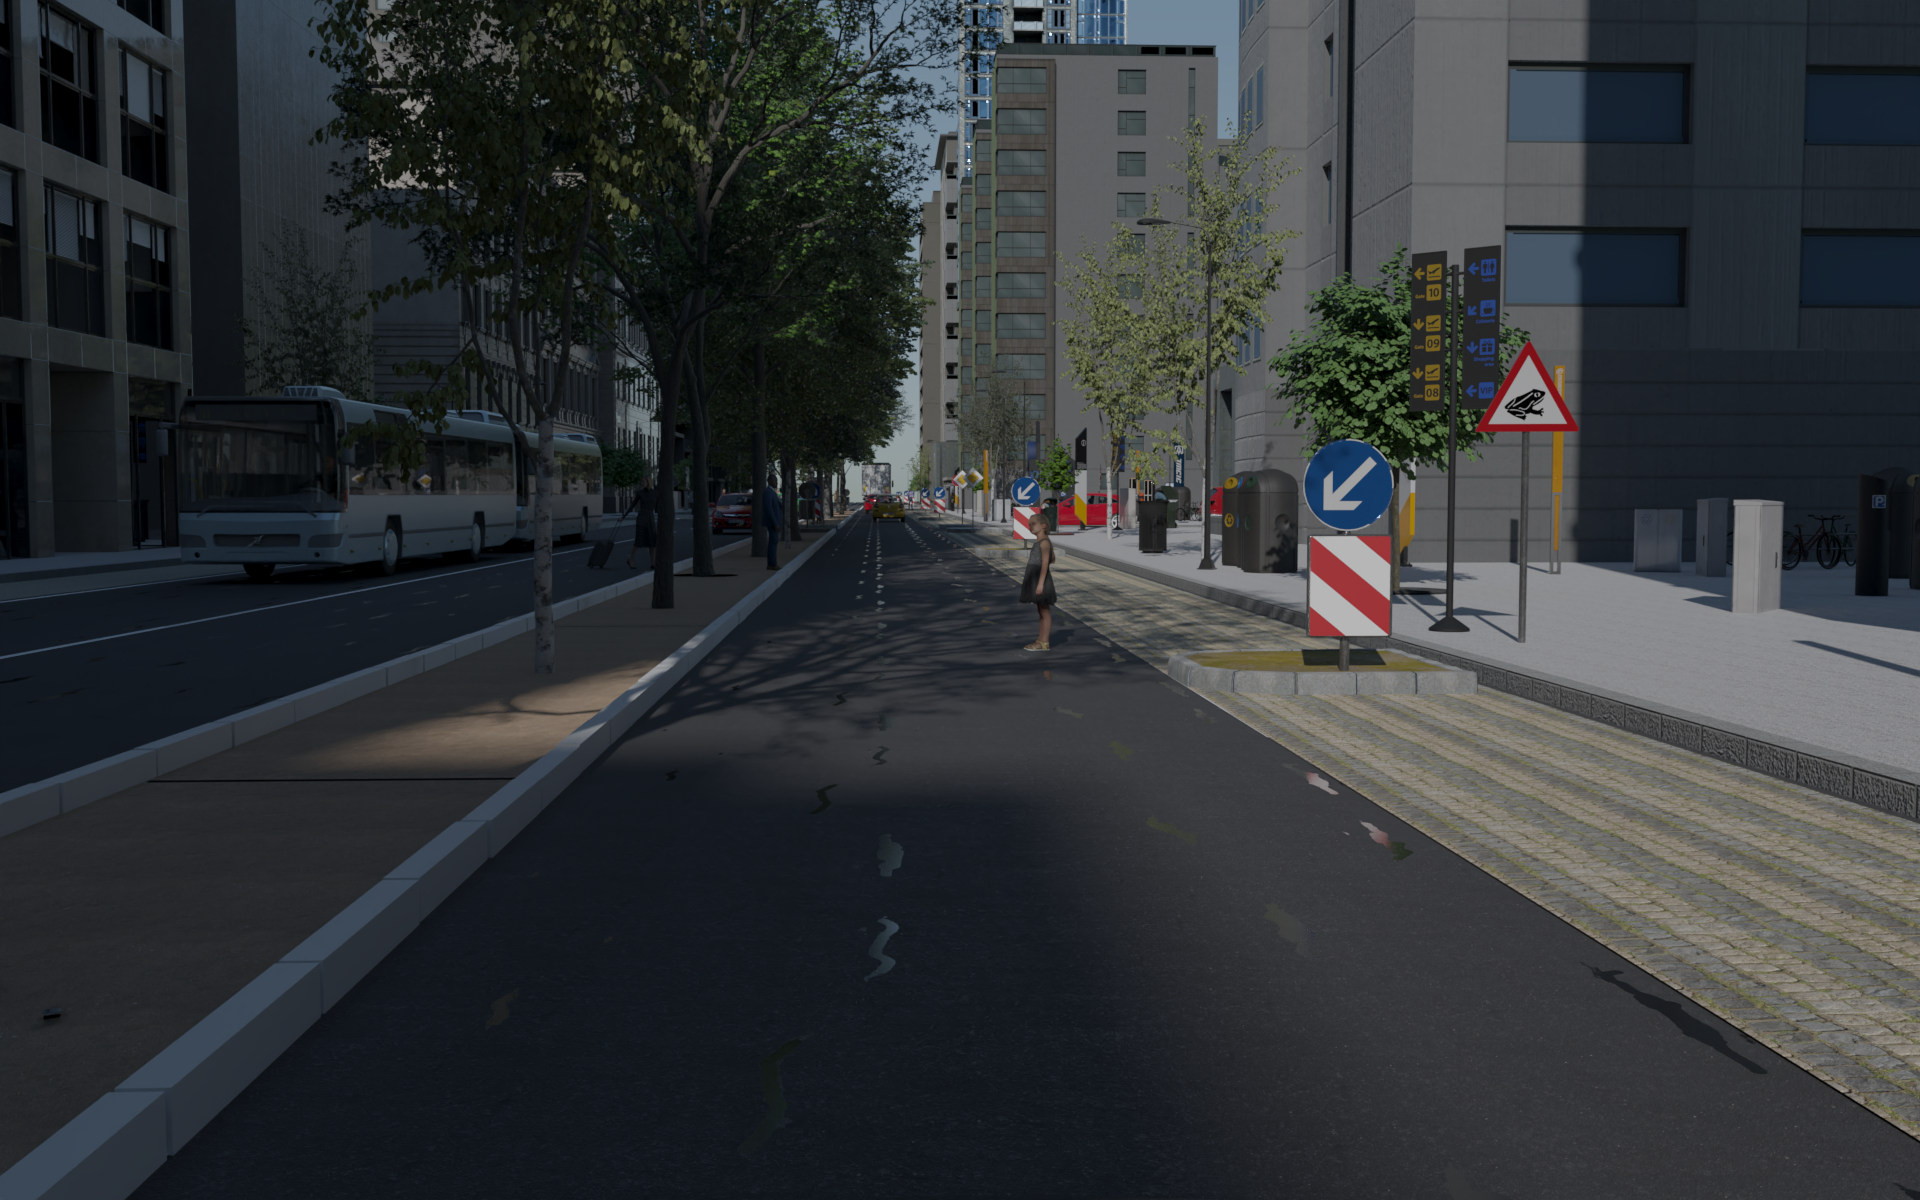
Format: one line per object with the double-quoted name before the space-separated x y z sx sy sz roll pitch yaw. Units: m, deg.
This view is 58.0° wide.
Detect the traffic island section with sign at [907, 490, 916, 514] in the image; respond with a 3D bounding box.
"traffic island section with sign" -2.551 -6.930 121.930 1.989 1.847 2.006 0 4 -3

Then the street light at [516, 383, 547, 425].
"street light" -17.897 -6.096 72.214 1.470 5.913 1.316 0 4 -3

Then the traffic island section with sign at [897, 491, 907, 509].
"traffic island section with sign" -4.953 -9.990 171.970 1.989 1.847 2.006 0 4 -3

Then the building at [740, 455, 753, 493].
"building" -39.562 -36.148 245.649 22.147 44.769 28.867 0 4 -3

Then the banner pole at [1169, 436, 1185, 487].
"banner pole" 9.215 -5.149 74.206 0.863 3.779 0.401 1 4 16

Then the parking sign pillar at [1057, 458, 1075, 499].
"parking sign pillar" 5.789 -6.595 96.306 1.447 3.967 1.447 1 4 21

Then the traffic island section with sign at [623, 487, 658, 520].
"traffic island section with sign" -17.490 -5.270 94.799 1.989 1.847 2.006 0 4 -3

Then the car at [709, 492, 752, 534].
"car" -8.025 -3.292 62.870 2.155 1.783 4.494 0 4 -5

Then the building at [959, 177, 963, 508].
"building" 6.804 -23.779 160.482 14.160 30.474 14.107 0 4 -3

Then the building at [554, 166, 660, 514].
"building" -28.737 -20.010 124.425 12.463 27.353 25.104 0 4 -3

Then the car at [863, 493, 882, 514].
"car" -5.980 -7.101 125.142 2.155 1.783 4.494 0 4 -1

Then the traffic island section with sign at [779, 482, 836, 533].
"traffic island section with sign" -5.760 -3.470 64.869 2.006 1.907 1.989 0 4 -3

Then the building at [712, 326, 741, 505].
"building" -34.273 -26.843 210.586 14.160 30.474 14.107 0 4 -3

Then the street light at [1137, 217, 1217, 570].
"street light" 3.664 -3.471 29.284 1.470 5.913 1.316 0 4 -3

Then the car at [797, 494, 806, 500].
"car" -18.998 -11.748 203.882 2.131 1.459 4.920 0 4 -3

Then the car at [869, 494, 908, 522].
"car" -3.708 -4.876 89.942 2.015 1.641 3.980 0 4 -3

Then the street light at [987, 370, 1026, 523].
"street light" 1.873 -5.647 64.867 1.470 5.913 1.316 0 4 -3

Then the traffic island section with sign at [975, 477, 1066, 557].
"traffic island section with sign" 1.363 -1.933 40.236 1.989 1.847 2.006 0 4 -3

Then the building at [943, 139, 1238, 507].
"building" 14.505 -29.829 179.588 32.217 40.220 23.993 0 4 -3

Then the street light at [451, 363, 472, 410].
"street light" -17.245 -5.397 60.778 1.470 5.913 1.316 0 4 -3

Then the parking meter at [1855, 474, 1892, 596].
"parking meter" 11.515 -0.821 21.833 0.372 1.533 0.369 0 3 0

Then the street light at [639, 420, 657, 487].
"street light" -19.606 -8.347 109.014 1.470 5.913 1.316 0 4 -3

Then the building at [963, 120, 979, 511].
"building" 7.873 -22.354 137.195 14.160 30.474 14.107 0 4 -3

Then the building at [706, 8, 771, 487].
"building" -41.136 -58.810 274.212 22.319 86.520 31.000 0 4 -3

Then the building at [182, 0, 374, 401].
"building" -35.232 -14.387 54.287 30.058 24.678 14.314 0 4 -3

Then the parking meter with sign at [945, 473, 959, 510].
"parking meter with sign" -0.925 -8.915 142.017 1.738 3.016 0.543 0 4 -3

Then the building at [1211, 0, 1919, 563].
"building" 18.138 -30.764 44.992 21.231 58.520 28.212 0 4 -3

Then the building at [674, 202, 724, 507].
"building" -37.576 -32.630 188.118 22.147 44.769 28.867 0 4 -3

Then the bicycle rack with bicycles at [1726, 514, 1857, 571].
"bicycle rack with bicycles" 14.627 -1.041 30.398 2.925 0.926 2.852 -1 4 -19

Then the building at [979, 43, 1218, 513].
"building" 8.956 -21.006 115.155 14.160 30.474 14.107 0 4 -3

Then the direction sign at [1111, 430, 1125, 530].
"direction sign" 5.606 -4.250 61.486 0.379 3.537 0.876 3 4 36

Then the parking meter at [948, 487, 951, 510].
"parking meter" -0.703 -7.969 135.997 0.399 1.863 0.255 -2 4 -29

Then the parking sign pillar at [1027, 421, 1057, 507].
"parking sign pillar" 2.721 -4.581 63.365 1.447 3.967 1.447 0 4 1

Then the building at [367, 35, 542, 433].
"building" -26.223 -14.231 81.830 9.793 20.994 18.267 0 4 -3

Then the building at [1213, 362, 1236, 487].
"building" 28.730 -47.275 85.619 31.000 86.520 22.319 0 4 -3

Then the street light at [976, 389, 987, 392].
"street light" 1.406 -6.372 76.723 1.470 5.913 1.316 0 4 -3

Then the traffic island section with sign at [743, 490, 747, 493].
"traffic island section with sign" -21.152 -9.954 171.380 1.989 1.847 2.006 0 4 -3

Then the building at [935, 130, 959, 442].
"building" 11.085 -40.261 247.506 28.713 52.752 27.495 0 4 -3

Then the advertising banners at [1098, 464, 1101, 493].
"advertising banners" 8.096 -6.389 100.645 0.090 3.025 2.074 0 4 1

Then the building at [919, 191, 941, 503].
"building" 4.529 -39.642 271.851 21.300 48.544 21.600 0 4 -3

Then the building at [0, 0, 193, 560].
"building" -27.575 -13.452 24.455 19.350 26.468 34.151 0 4 -3

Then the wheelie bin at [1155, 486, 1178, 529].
"wheelie bin" 7.666 -3.466 64.585 0.693 1.594 0.980 3 5 44

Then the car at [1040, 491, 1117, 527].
"car" 4.731 -3.642 68.579 4.494 1.783 2.155 0 4 -2

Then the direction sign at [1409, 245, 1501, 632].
"direction sign" 4.586 -1.476 16.131 0.876 3.537 0.379 3 5 42

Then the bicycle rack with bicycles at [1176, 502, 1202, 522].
"bicycle rack with bicycles" 11.530 -4.167 81.518 2.925 0.926 2.852 -1 4 -14

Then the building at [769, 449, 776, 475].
"building" -39.192 -39.635 298.146 14.600 45.320 14.200 0 4 -3

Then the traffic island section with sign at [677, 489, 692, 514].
"traffic island section with sign" -18.785 -6.917 121.723 1.989 1.847 2.006 0 4 -3

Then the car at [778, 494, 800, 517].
"car" -10.990 -6.148 109.322 1.959 1.807 4.718 0 4 -4

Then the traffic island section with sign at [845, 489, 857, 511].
"traffic island section with sign" -9.709 -8.513 147.320 2.006 1.907 1.989 0 4 -3

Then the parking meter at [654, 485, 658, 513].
"parking meter" -20.154 -6.682 114.962 0.255 1.863 0.399 0 4 -7

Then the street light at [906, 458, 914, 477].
"street light" -6.250 -16.060 235.123 1.470 5.913 1.316 0 4 -3

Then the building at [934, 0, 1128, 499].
"building" 8.511 -54.599 205.365 22.319 86.520 31.000 0 4 -3

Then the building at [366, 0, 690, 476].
"building" -39.508 -34.871 159.375 28.713 52.752 27.495 0 4 -3

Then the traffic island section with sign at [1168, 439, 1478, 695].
"traffic island section with sign" 2.653 -0.282 13.234 1.989 1.847 2.006 0 4 -3

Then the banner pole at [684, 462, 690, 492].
"banner pole" -21.551 -8.956 136.455 0.401 3.779 0.863 2 4 33

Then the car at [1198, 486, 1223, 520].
"car" 12.091 -3.663 68.570 5.304 1.827 2.281 0 4 -3

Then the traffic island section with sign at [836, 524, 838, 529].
"traffic island section with sign" -6.104 -3.922 72.268 2.006 1.907 1.989 0 4 -3

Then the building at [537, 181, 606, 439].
"building" -27.911 -16.229 101.498 11.583 22.565 21.152 0 4 -3

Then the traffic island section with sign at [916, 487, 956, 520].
"traffic island section with sign" -1.253 -5.283 95.006 1.989 1.847 2.006 0 4 -3
